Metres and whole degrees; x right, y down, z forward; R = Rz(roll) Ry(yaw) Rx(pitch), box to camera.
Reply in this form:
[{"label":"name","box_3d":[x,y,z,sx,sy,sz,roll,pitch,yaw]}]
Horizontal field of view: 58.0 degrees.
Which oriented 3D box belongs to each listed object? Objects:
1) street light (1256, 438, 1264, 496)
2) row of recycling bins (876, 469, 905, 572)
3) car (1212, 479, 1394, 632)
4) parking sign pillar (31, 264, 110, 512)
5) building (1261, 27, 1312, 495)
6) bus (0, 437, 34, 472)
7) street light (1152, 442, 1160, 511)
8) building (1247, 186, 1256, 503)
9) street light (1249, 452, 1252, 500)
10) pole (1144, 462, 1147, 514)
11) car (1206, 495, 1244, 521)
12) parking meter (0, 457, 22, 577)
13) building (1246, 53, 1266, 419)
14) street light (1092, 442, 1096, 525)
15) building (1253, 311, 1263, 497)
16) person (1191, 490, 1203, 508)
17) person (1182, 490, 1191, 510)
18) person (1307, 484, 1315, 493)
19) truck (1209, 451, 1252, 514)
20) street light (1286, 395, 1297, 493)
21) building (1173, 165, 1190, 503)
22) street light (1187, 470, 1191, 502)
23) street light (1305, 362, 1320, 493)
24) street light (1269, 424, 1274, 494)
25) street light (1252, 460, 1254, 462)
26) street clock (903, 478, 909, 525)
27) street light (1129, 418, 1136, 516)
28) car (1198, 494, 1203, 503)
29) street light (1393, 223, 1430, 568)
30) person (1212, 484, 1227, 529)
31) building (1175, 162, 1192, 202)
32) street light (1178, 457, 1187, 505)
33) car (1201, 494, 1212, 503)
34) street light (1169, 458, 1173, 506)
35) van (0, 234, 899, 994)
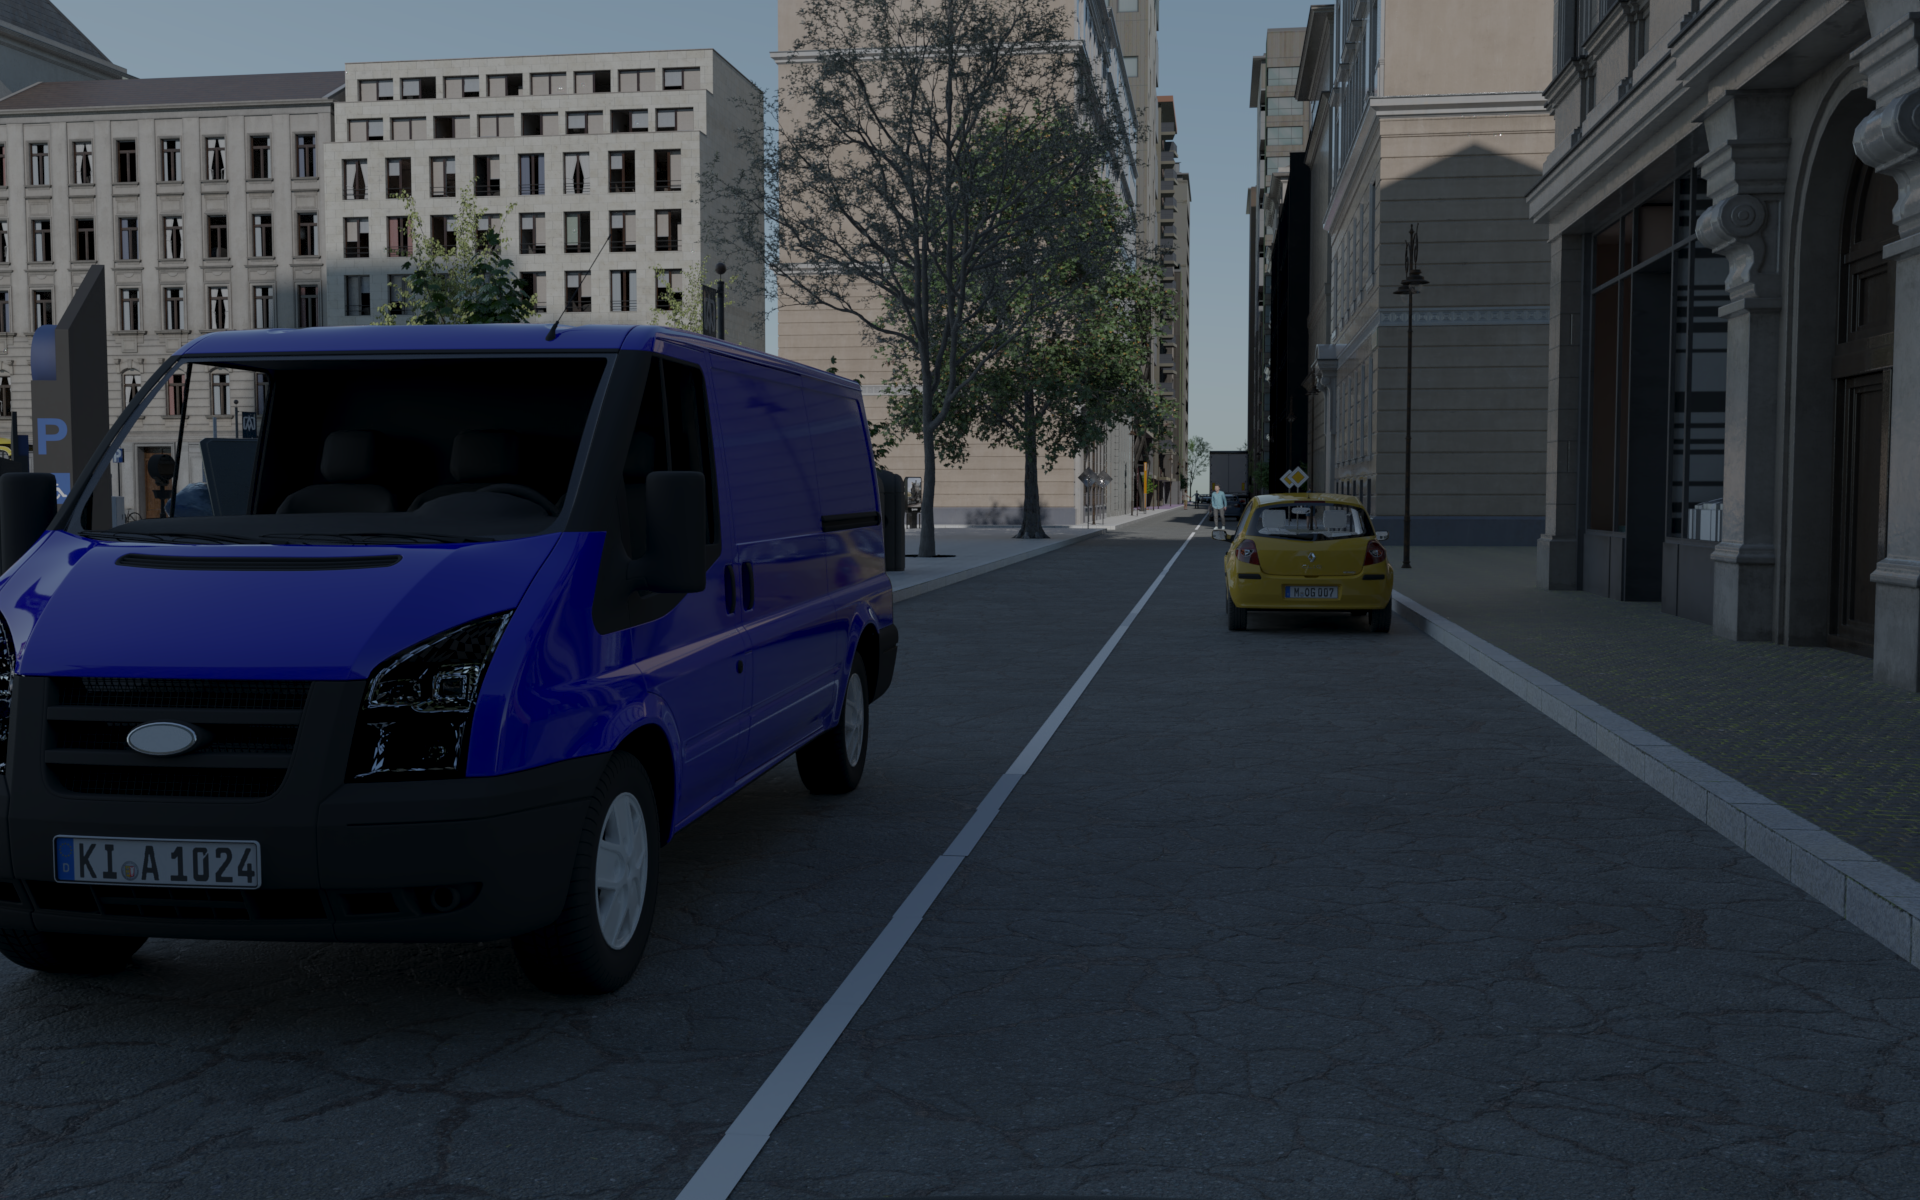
[{"label":"street light","box_3d":[24.961,-10.443,143.533,0.468,5.910,1.993,1,4,9]},{"label":"row of recycling bins","box_3d":[-1.928,-1.263,27.767,1.069,1.692,3.534,2,4,28]},{"label":"car","box_3d":[3.846,-0.566,19.482,2.015,1.641,3.980,1,4,8]},{"label":"parking sign pillar","box_3d":[-10.141,-1.915,19.782,1.447,3.967,1.447,-1,4,-9]},{"label":"building","box_3d":[34.257,-28.840,155.131,14.154,41.232,14.086,1,4,9]},{"label":"bus","box_3d":[-45.169,-5.105,75.015,12.252,3.916,2.896,0,4,8]},{"label":"street light","box_3d":[15.058,-9.897,134.600,0.468,5.910,1.993,1,4,9]},{"label":"building","box_3d":[47.741,-36.339,244.256,14.600,45.320,14.200,1,4,9]},{"label":"street light","box_3d":[31.679,-13.190,188.439,0.468,5.910,1.993,1,4,9]},{"label":"pole","box_3d":[11.934,-7.205,111.644,0.158,3.312,0.155,0,3,0]},{"label":"car","box_3d":[14.206,-4.936,92.704,2.014,1.417,4.499,0,4,7]},{"label":"parking meter","box_3d":[-14.836,-1.303,27.012,0.255,1.863,0.399,2,4,32]},{"label":"building","box_3d":[48.451,-37.545,203.105,28.713,52.752,27.495,1,4,9]},{"label":"street light","box_3d":[5.589,-6.079,72.174,0.468,5.910,1.993,1,4,9]},{"label":"building","box_3d":[44.154,-20.242,176.003,27.650,21.520,28.899,1,4,9]},{"label":"person","box_3d":[23.586,-10.029,172.465,1.348,1.826,0.705,1,4,13]},{"label":"person","box_3d":[20.227,-8.962,155.034,0.705,1.824,1.348,-2,4,-29]},{"label":"person","box_3d":[13.164,-3.451,64.955,0.581,1.822,0.654,-1,4,-20]},{"label":"truck","box_3d":[18.266,-7.845,117.171,2.839,4.237,11.283,1,4,10]},{"label":"street light","box_3d":[15.450,-6.613,80.910,0.468,5.910,1.993,1,4,9]},{"label":"building","box_3d":[22.726,-38.591,254.658,21.300,48.544,21.600,1,4,9]},{"label":"street light","box_3d":[34.096,-17.605,260.635,0.468,5.910,1.993,1,4,9]},{"label":"street light","box_3d":[12.393,-5.389,60.901,0.468,5.910,1.993,1,4,9]},{"label":"street light","box_3d":[20.254,-8.531,112.275,0.468,5.910,1.993,1,4,9]},{"label":"street light","box_3d":[27.014,-11.274,157.123,0.468,5.910,1.993,1,4,9]},{"label":"street clock","box_3d":[-2.103,-4.107,71.718,0.358,2.002,0.471,-3,5,-44]},{"label":"street light","box_3d":[10.271,-7.980,103.262,0.468,5.910,1.993,1,4,9]},{"label":"car","box_3d":[39.375,-16.393,279.821,2.131,1.459,4.920,0,4,8]},{"label":"street light","box_3d":[7.730,-3.488,29.810,0.468,5.910,1.993,1,4,9]},{"label":"person","box_3d":[10.539,-3.780,70.318,0.660,1.820,0.620,2,4,25]},{"label":"building","box_3d":[22.497,-42.208,279.344,28.713,52.752,27.495,1,4,9]},{"label":"street light","box_3d":[29.476,-15.703,229.537,0.468,5.910,1.993,1,4,9]},{"label":"car","box_3d":[37.715,-15.465,264.653,2.131,1.459,4.920,0,4,7]},{"label":"street light","box_3d":[21.817,-12.629,179.264,0.468,5.910,1.993,1,4,9]},{"label":"van","box_3d":[-1.634,-0.150,6.840,2.240,2.365,5.245,0,4,8]}]
